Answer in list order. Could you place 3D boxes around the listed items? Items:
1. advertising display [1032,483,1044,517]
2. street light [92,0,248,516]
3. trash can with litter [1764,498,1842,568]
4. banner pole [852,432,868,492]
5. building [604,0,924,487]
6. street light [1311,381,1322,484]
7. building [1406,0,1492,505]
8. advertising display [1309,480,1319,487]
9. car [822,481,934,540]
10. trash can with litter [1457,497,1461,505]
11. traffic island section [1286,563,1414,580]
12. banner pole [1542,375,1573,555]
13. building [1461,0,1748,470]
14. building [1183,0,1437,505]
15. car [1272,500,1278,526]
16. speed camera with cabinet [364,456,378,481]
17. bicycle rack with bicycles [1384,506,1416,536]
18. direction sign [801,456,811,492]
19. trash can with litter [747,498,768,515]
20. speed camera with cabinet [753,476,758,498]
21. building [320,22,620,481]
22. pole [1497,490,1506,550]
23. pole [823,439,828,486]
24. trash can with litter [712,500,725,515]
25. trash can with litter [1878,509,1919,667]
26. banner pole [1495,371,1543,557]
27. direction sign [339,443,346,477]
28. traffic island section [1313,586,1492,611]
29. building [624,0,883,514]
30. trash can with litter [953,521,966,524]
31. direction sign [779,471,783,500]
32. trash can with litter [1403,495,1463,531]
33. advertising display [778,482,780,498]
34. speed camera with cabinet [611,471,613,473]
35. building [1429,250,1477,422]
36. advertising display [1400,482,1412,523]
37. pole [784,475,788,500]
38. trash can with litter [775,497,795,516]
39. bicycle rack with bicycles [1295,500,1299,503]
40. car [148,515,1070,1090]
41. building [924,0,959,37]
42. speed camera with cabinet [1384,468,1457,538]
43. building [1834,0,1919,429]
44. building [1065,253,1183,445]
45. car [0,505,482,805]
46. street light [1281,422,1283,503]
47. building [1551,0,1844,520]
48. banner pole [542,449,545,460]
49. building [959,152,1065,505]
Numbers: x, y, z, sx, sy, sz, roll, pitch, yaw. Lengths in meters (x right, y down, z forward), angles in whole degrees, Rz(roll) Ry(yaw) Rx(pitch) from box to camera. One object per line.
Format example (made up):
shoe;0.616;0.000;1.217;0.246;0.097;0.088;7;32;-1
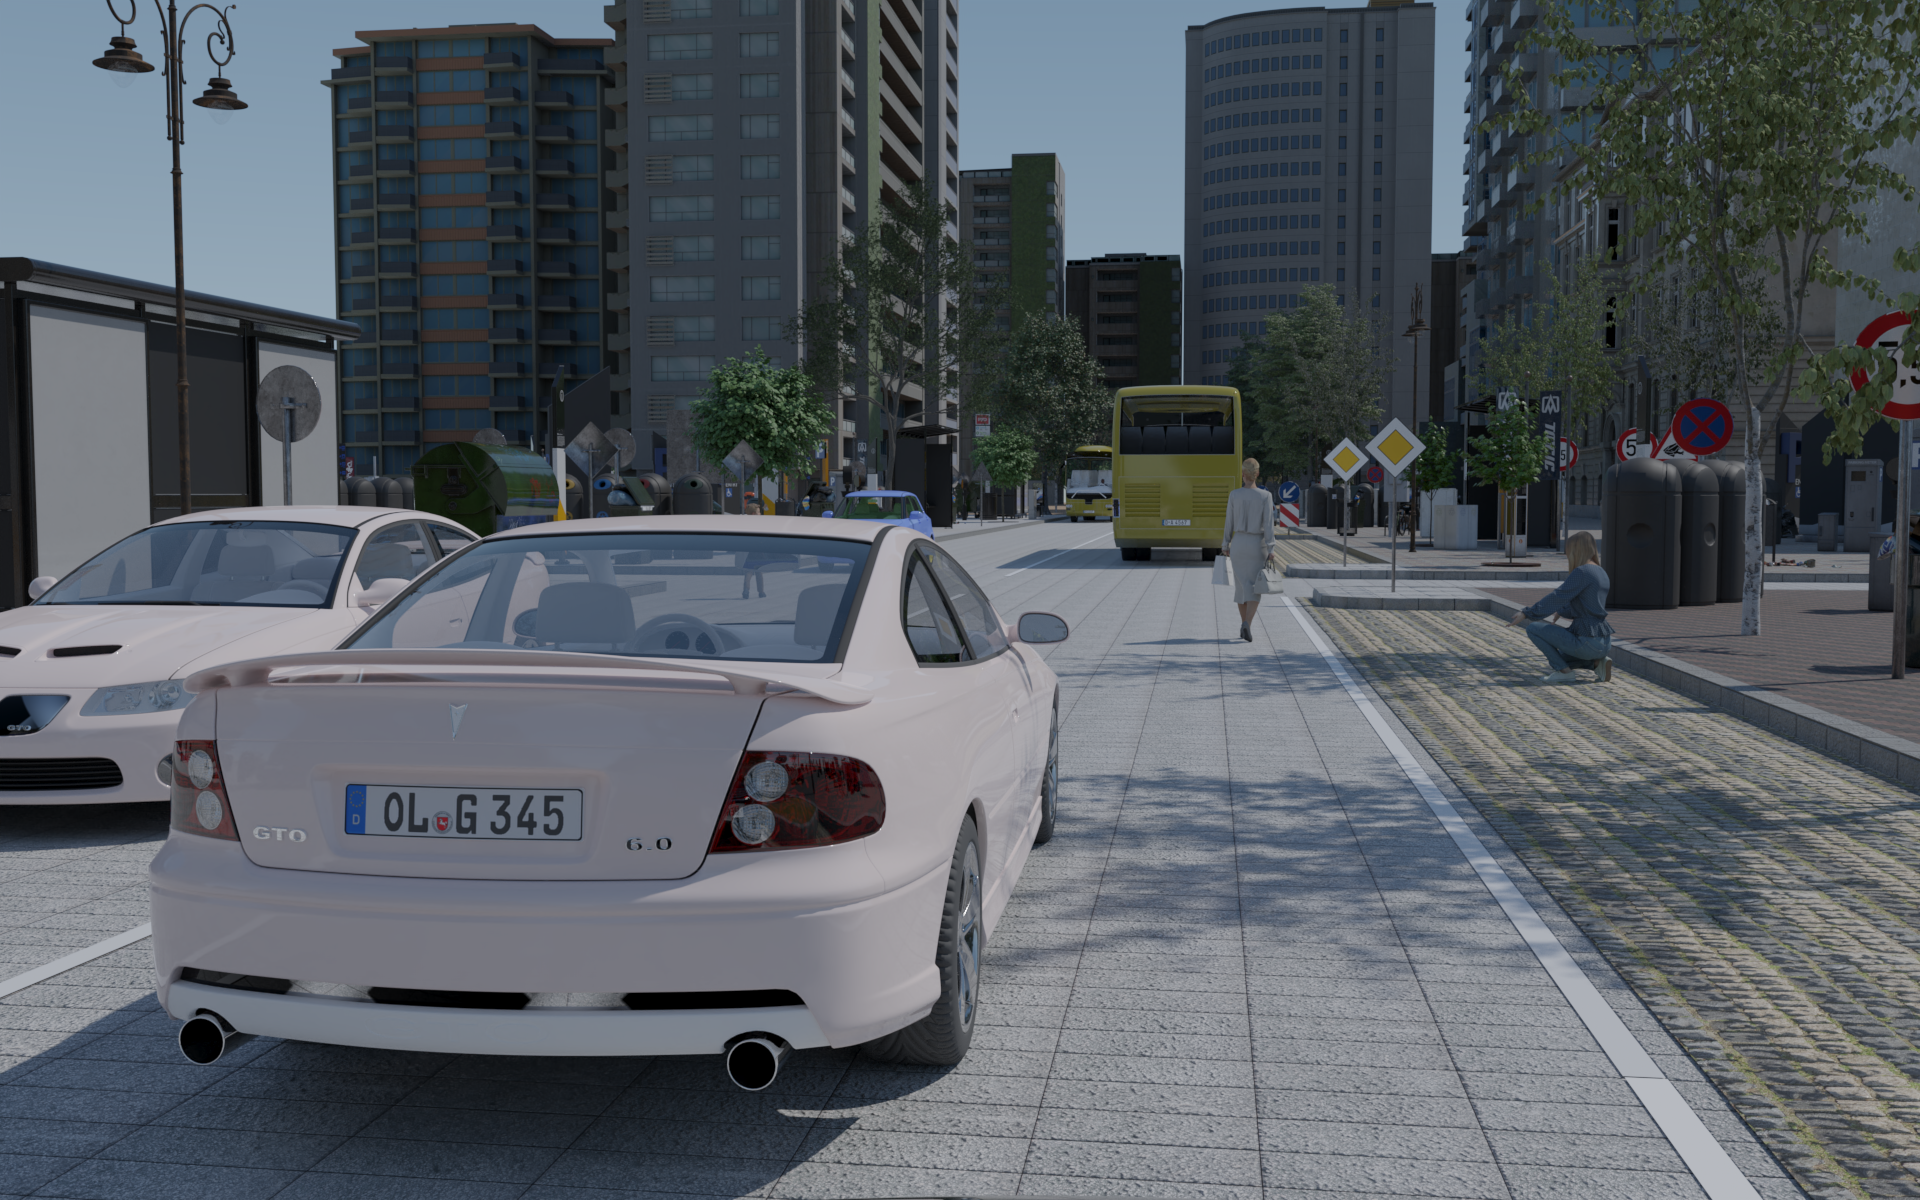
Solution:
advertising display;4.427;-5.662;97.788;0.123;1.923;0.974;-2;4;-34
street light;-6.799;-2.588;15.102;0.468;5.910;1.993;0;4;8
trash can with litter;14.594;-1.215;30.930;1.678;1.210;2.233;-2;4;-26
banner pole;-4.085;-4.890;69.966;0.863;3.779;0.401;2;4;28
building;-14.982;-31.234;134.372;21.300;48.544;21.600;0;4;8
street light;14.665;-6.022;71.245;0.468;5.910;1.993;0;4;8
building;51.191;-50.929;145.367;22.319;86.520;31.000;0;4;8
advertising display;16.721;-4.693;81.942;0.123;1.923;0.974;2;4;32
car;-1.583;-1.432;32.999;1.945;1.707;3.694;1;4;9
trash can with litter;19.029;-3.390;66.812;0.624;1.170;1.055;1;4;21
traffic island section;6.801;-0.504;30.524;2.009;0.180;2.903;0;4;8
banner pole;12.683;-2.861;36.798;0.863;3.779;0.401;3;4;38
building;47.404;-30.365;116.069;23.786;49.044;30.456;0;4;8
building;41.231;-40.808;209.216;28.212;58.520;21.231;0;4;8
car;13.326;-4.035;77.978;2.014;1.417;4.499;0;4;8
speed camera with cabinet;-30.635;-5.944;91.513;0.660;3.252;2.038;1;4;17
bicycle rack with bicycles;14.044;-2.429;53.095;2.852;0.926;2.925;3;5;39
direction sign;-8.969;-6.641;100.584;0.379;3.537;0.876;-3;5;-44
trash can with litter;-6.010;-2.433;51.174;0.624;1.170;1.055;0;4;-2
speed camera with cabinet;-8.122;-4.729;71.652;0.660;3.252;2.038;-1;4;-13
building;-43.135;-31.177;164.367;28.867;44.769;22.147;0;4;8
pole;12.509;-2.819;39.926;0.158;3.312;0.155;0;3;0
pole;-5.008;-4.320;64.483;0.158;3.312;0.155;0;3;0
trash can with litter;-6.023;-1.968;43.558;1.055;1.170;0.624;2;4;33
trash can with litter;7.437;-0.088;12.828;1.055;1.170;0.624;0;4;2
banner pole;11.331;-2.777;35.415;0.863;3.779;0.401;0;4;-1
direction sign;-27.820;-5.218;77.308;0.876;3.537;0.379;0;4;3
traffic island section;5.677;-0.021;22.619;2.009;0.180;2.903;0;4;8
building;-13.372;-26.449;116.034;14.154;41.232;14.086;0;4;8
trash can with litter;-0.574;-3.869;74.309;1.678;1.210;2.233;0;4;-2
direction sign;-6.622;-4.437;64.549;0.379;3.537;0.876;1;4;18
trash can with litter;16.139;-3.031;60.618;1.678;1.210;2.233;-1;4;-22
advertising display;-9.491;-5.217;90.509;0.123;1.923;0.974;0;4;-8
speed camera with cabinet;-14.202;-4.360;65.627;2.038;3.252;0.660;0;4;5
building;61.894;-26.507;205.086;14.107;30.474;14.160;0;4;8
advertising display;20.077;-4.437;77.753;0.123;1.923;0.974;-2;4;-24
pole;-10.493;-6.753;104.247;0.158;3.312;0.155;0;3;0
trash can with litter;-11.639;-5.977;108.782;2.233;1.210;1.678;0;4;4
bicycle rack with bicycles;20.937;-5.500;103.303;2.852;0.926;2.925;1;4;20
car;-0.707;0.400;5.821;2.083;1.381;4.827;0;4;7
building;-14.605;-37.829;160.503;28.212;58.520;21.231;0;4;8
speed camera with cabinet;13.576;-3.468;51.033;2.038;3.252;0.660;1;4;22
building;33.860;-11.660;45.400;16.860;20.320;10.420;0;4;8
building;19.941;-26.847;210.647;14.107;30.474;14.160;0;4;8
car;-3.694;0.183;9.374;2.083;1.381;4.827;0;4;7
street light;19.354;-8.024;103.981;0.468;5.910;1.993;0;4;8
building;37.489;-16.165;83.375;14.460;24.649;34.723;0;4;8
banner pole;-23.186;-6.521;96.627;0.401;3.779;0.863;0;4;4
building;5.359;-32.264;211.106;14.086;41.232;14.154;0;4;8
